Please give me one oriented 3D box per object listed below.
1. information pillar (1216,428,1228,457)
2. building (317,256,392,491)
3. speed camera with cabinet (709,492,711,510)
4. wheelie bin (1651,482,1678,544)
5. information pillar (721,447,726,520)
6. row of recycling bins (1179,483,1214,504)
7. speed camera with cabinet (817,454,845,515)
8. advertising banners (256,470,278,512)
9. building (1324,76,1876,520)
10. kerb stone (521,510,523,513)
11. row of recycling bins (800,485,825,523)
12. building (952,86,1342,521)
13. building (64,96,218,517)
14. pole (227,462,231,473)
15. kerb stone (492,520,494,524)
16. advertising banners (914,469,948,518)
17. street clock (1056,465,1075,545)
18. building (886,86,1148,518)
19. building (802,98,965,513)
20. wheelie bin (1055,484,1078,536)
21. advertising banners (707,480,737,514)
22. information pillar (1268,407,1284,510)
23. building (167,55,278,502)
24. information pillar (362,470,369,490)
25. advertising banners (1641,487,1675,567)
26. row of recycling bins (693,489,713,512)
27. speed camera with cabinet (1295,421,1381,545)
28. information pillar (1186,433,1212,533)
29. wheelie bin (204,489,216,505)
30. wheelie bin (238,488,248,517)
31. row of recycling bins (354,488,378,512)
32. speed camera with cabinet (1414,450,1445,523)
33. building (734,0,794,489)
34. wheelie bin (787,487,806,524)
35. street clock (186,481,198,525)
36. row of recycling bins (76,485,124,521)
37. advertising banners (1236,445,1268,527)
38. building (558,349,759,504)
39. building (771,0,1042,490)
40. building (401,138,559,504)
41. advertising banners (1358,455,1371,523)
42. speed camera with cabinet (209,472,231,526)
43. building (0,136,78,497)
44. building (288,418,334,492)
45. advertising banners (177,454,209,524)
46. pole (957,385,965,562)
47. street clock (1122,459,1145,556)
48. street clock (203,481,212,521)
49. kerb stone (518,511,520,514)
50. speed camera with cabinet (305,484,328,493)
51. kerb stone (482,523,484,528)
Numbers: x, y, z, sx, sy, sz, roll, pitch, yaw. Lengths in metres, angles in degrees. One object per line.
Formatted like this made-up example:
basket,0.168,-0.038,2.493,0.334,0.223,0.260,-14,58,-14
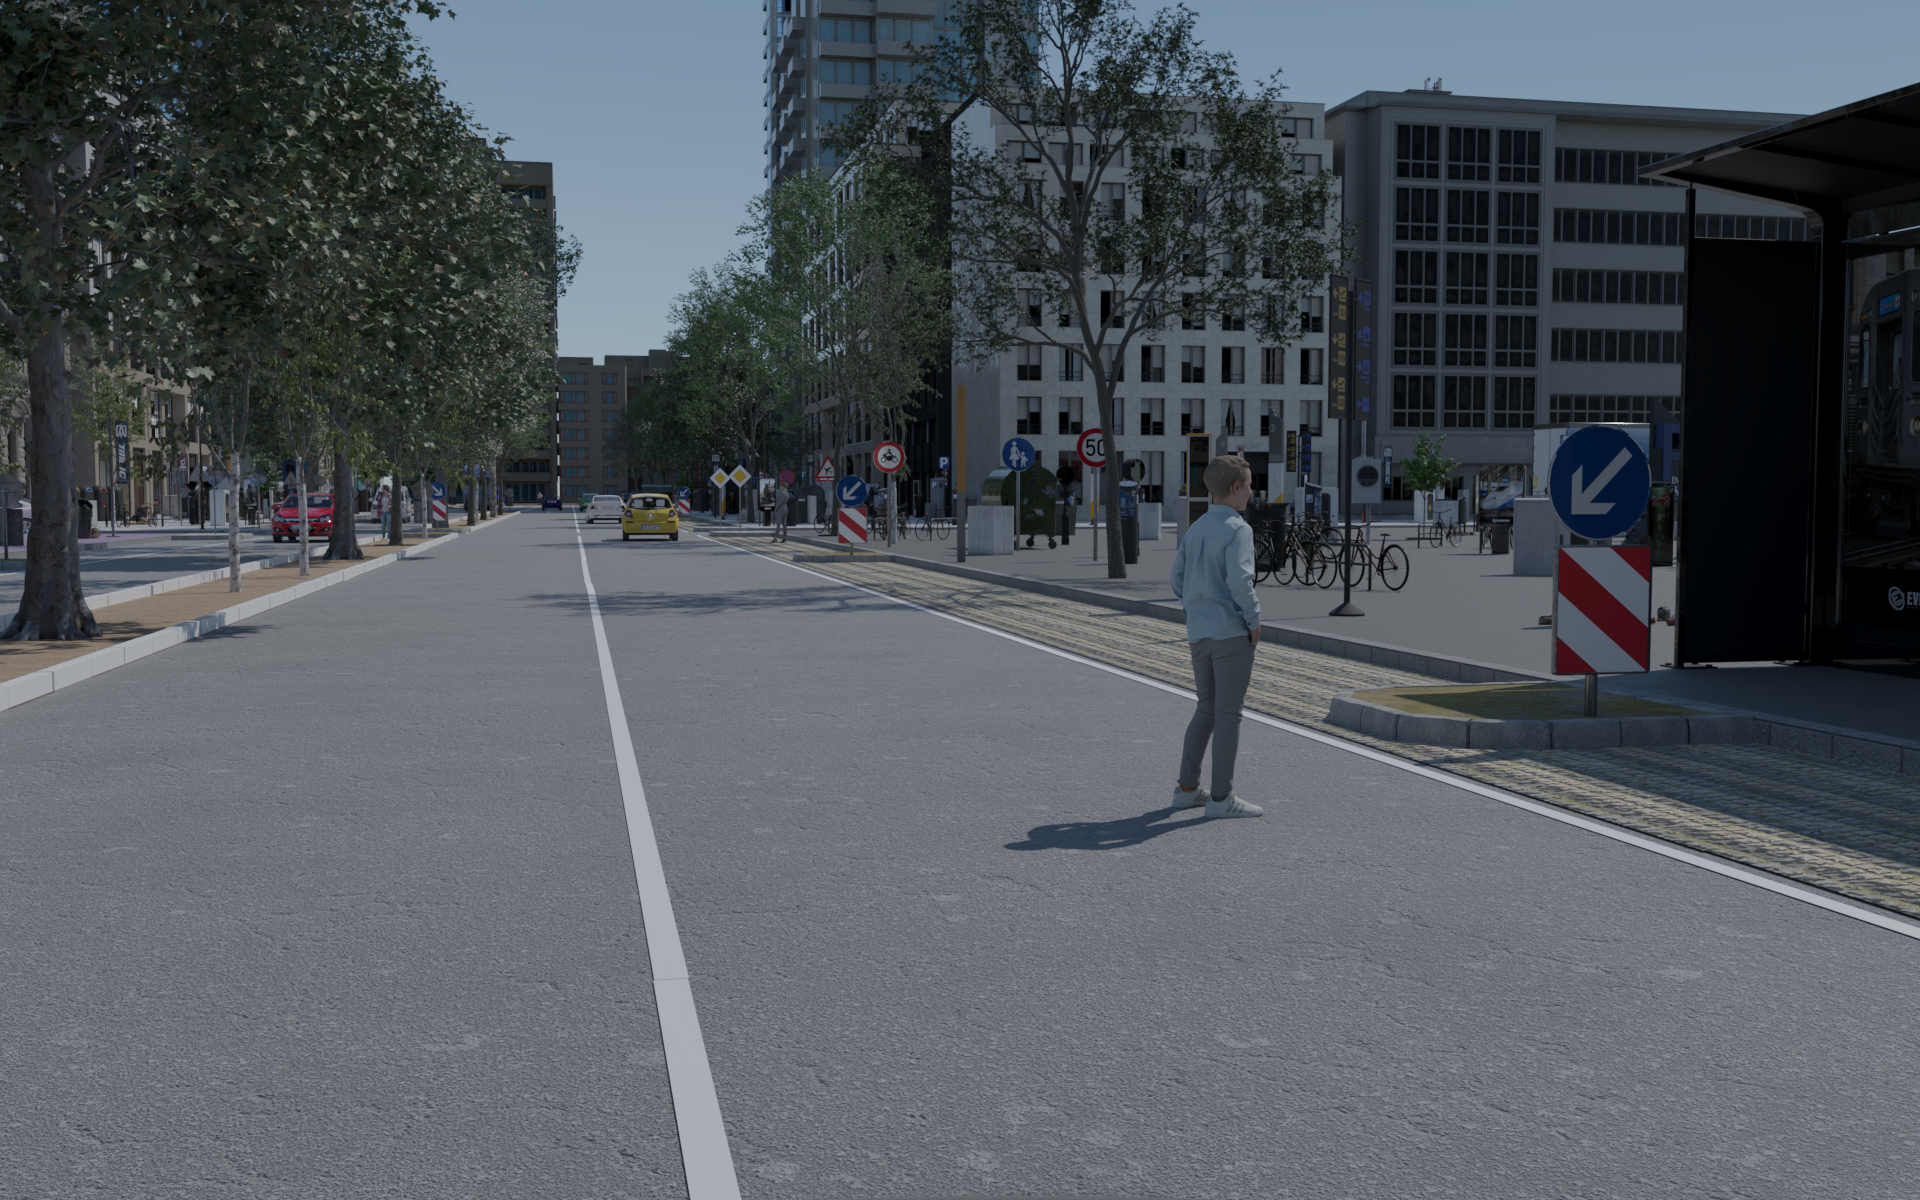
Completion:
information pillar,9.289,-4.289,61.472,0.183,3.616,0.504,-3,5,-43
building,-92.810,-37.528,233.186,30.456,49.044,23.786,-1,4,-13
speed camera with cabinet,-18.927,-8.656,135.867,2.038,3.252,0.660,0,4,-3
wheelie bin,17.812,-2.207,43.996,0.980,1.594,0.693,-1,4,-21
information pillar,-11.802,-5.810,86.354,0.183,3.616,0.504,0,4,6
row of recycling bins,8.092,-3.089,57.617,1.069,1.692,3.534,0,4,-6
speed camera with cabinet,-6.354,-5.552,85.117,0.660,3.252,2.038,-2,4,-31
advertising banners,-50.033,-7.844,124.444,2.074,3.025,0.090,-2,4,-34
building,32.144,-16.783,93.469,30.058,24.678,14.314,-1,4,-13
kerb stone,-32.479,-6.444,127.561,0.120,0.150,1.000,-1,4,-13
row of recycling bins,-6.790,-4.348,78.211,1.069,1.692,3.534,-1,4,-13
building,8.920,-14.169,86.407,16.860,20.320,10.420,-1,4,-13
building,-58.298,-18.339,104.360,19.350,26.468,34.151,-1,4,-13
pole,-30.634,-4.822,72.678,0.158,3.312,0.155,0,3,0
kerb stone,-22.140,-3.630,81.548,0.120,0.150,1.000,-1,4,-13
advertising banners,-1.491,-5.914,92.889,2.074,3.025,0.090,-2,4,-24
street clock,2.659,-2.393,43.696,0.471,2.002,0.358,0,4,-2
building,3.053,-16.703,102.764,12.332,23.373,15.834,-1,4,-13
building,0.133,-19.759,127.582,19.350,26.468,34.151,-1,4,-13
wheelie bin,3.221,-2.803,53.744,0.980,1.594,0.693,3,5,40
advertising banners,-15.025,-6.888,108.805,2.074,3.025,0.090,-2,4,-28
information pillar,8.494,-3.379,46.606,0.183,3.616,0.504,-3,4,-37
building,-69.016,-50.866,144.336,22.319,86.520,31.000,-1,4,-13
information pillar,-45.601,-8.658,132.917,0.504,3.616,0.183,0,4,-3
advertising banners,13.095,-2.095,30.439,2.074,3.025,0.090,1,4,14
row of recycling bins,-19.436,-7.536,130.324,1.069,1.692,3.534,-1,4,-15
speed camera with cabinet,9.519,-3.015,43.636,2.038,3.252,0.660,0,4,-1
information pillar,2.922,-1.020,21.174,0.304,2.012,0.304,1,4,9
wheelie bin,-43.196,-5.626,99.899,0.980,1.594,0.693,-2,4,-32
wheelie bin,-40.643,-5.537,98.438,0.693,1.594,0.980,-1,4,-21
row of recycling bins,-42.501,-7.095,123.111,3.534,1.692,1.069,1,4,13
speed camera with cabinet,20.993,-5.080,77.393,0.660,3.252,2.038,3,4,38
building,-13.135,-53.756,191.586,22.319,86.520,31.000,-1,4,-13
wheelie bin,-7.143,-4.107,75.056,0.693,1.594,0.980,2,4,28
street clock,-31.899,-4.122,71.963,0.471,2.002,0.358,-1,4,-17
row of recycling bins,-40.641,-4.520,81.014,1.069,1.692,3.534,1,4,15
advertising banners,10.549,-4.063,62.624,0.090,3.025,2.074,3,5,43
building,-42.441,-24.614,247.480,28.899,21.520,27.650,-1,4,-13
building,-5.600,-33.216,162.696,23.786,49.044,30.456,-1,4,-13
building,-66.367,-37.570,237.976,21.600,48.544,21.300,-1,4,-13
advertising banners,17.866,-4.918,76.593,0.090,3.025,2.074,0,4,-2
speed camera with cabinet,-29.920,-4.644,70.272,0.660,3.252,2.038,-1,4,-11
building,-48.210,-15.252,78.248,11.050,23.489,19.941,-1,4,-13
building,-80.140,-20.455,179.472,28.899,21.520,27.650,-1,4,-13
advertising banners,-33.001,-4.830,75.152,2.074,3.025,0.090,1,4,8
pole,0.022,-2.367,32.538,0.158,3.312,0.155,0,3,0
street clock,3.569,-1.899,35.621,0.471,2.002,0.358,-3,5,-42
street clock,-36.187,-4.814,83.283,0.358,2.002,0.471,3,4,36
kerb stone,-30.901,-6.015,120.541,0.120,0.150,1.000,-1,4,-13
speed camera with cabinet,-40.690,-6.984,108.521,2.038,3.252,0.660,0,4,-3
kerb stone,-19.872,-3.017,71.531,0.120,0.150,1.000,-1,4,-13
